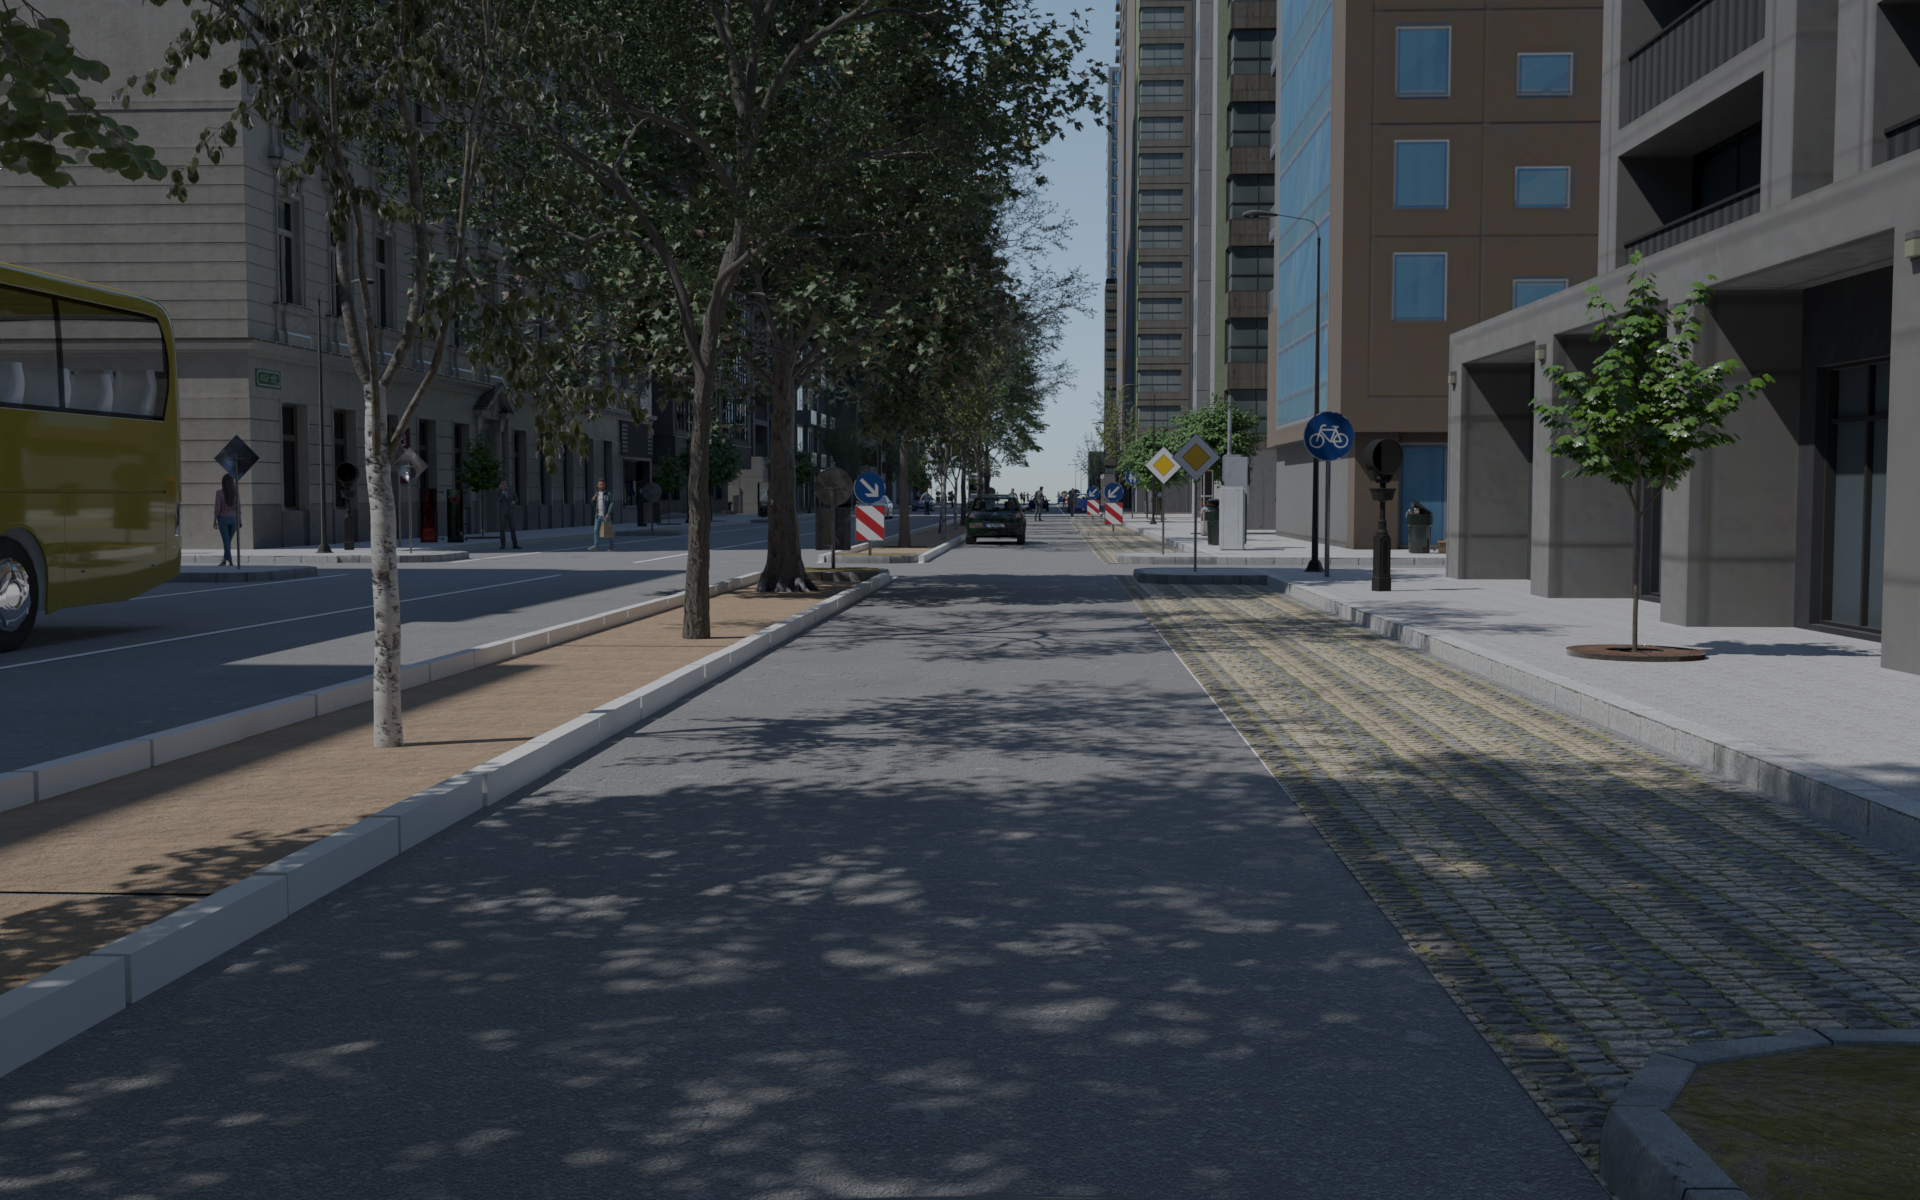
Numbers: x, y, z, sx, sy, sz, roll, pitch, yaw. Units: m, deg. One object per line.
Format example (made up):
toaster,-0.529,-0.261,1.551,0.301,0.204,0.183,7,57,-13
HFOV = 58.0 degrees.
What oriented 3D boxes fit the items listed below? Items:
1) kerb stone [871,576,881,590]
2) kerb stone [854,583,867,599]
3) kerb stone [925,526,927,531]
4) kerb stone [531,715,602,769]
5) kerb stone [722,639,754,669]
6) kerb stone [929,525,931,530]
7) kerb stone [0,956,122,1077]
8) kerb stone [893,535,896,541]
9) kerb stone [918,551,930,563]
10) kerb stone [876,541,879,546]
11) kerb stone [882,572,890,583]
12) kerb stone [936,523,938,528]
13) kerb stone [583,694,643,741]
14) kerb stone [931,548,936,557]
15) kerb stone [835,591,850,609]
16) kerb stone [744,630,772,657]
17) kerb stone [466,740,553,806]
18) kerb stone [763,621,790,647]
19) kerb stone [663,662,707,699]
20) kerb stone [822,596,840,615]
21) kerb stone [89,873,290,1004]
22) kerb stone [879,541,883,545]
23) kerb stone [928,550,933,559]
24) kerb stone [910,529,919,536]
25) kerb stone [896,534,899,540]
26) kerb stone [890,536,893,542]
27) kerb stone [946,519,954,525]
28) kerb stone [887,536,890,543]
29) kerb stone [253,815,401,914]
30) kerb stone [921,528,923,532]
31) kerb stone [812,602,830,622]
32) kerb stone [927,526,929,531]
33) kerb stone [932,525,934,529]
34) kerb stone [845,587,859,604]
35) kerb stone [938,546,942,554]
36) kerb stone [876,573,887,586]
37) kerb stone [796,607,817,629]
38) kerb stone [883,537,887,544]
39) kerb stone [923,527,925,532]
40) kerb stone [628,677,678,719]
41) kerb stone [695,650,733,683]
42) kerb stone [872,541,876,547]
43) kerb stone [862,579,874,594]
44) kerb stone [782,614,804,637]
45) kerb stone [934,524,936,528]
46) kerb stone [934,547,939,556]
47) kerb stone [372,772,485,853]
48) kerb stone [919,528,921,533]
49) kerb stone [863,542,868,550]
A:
kerb stone,-1.327,-0.217,25.850,0.120,0.150,1.000,0,4,3
kerb stone,-1.429,-0.094,23.808,0.120,0.150,1.000,0,4,3
kerb stone,-1.426,-2.639,65.393,0.120,0.150,1.000,0,4,3
kerb stone,-2.158,0.779,9.461,0.120,0.150,1.000,0,4,3
kerb stone,-1.899,0.471,14.581,0.120,0.150,1.000,0,4,3
kerb stone,-1.321,-2.767,67.434,0.120,0.150,1.000,0,4,3
kerb stone,-2.412,1.098,4.332,0.120,0.150,1.000,0,4,3
kerb stone,-2.106,-1.830,52.112,0.120,0.150,1.000,0,4,3
kerb stone,-0.783,-0.882,36.609,0.120,0.150,1.000,0,4,3
kerb stone,-2.368,-1.515,46.972,0.120,0.150,1.000,0,4,3
kerb stone,-1.234,-0.347,27.902,0.120,0.150,1.000,0,4,3
kerb stone,-1.121,-3.015,71.518,0.120,0.150,1.000,0,4,3
kerb stone,-2.111,0.716,10.482,0.120,0.150,1.000,0,4,3
kerb stone,-0.686,-1.003,38.667,0.120,0.150,1.000,0,4,3
kerb stone,-1.533,0.027,21.761,0.120,0.150,1.000,0,4,3
kerb stone,-1.855,0.406,15.612,0.120,0.150,1.000,0,4,3
kerb stone,-2.201,0.841,8.440,0.120,0.150,1.000,0,4,3
kerb stone,-1.794,0.341,16.640,0.120,0.150,1.000,0,4,3
kerb stone,-2.010,0.591,12.526,0.120,0.150,1.000,0,4,3
kerb stone,-1.588,0.090,20.734,0.120,0.150,1.000,0,4,3
kerb stone,-2.362,1.038,5.367,0.120,0.150,1.000,0,4,3
kerb stone,-2.317,-1.579,48.009,0.120,0.150,1.000,0,4,3
kerb stone,-0.730,-0.945,37.643,0.120,0.150,1.000,0,4,3
kerb stone,-1.631,-2.388,61.304,0.120,0.150,1.000,0,4,3
kerb stone,-2.048,-1.888,53.132,0.120,0.150,1.000,0,4,3
kerb stone,-2.165,-1.767,51.089,0.120,0.150,1.000,0,4,3
kerb stone,-0.504,-3.764,83.786,0.120,0.150,1.000,0,4,3
kerb stone,-2.201,-1.704,50.059,0.120,0.150,1.000,0,4,3
kerb stone,-2.318,0.970,6.388,0.120,0.150,1.000,0,4,3
kerb stone,-1.536,-2.517,63.351,0.120,0.150,1.000,0,4,3
kerb stone,-1.635,0.153,19.713,0.120,0.150,1.000,0,4,3
kerb stone,-1.378,-2.705,66.414,0.120,0.150,1.000,0,4,3
kerb stone,-1.222,-2.884,69.476,0.120,0.150,1.000,0,4,3
kerb stone,-1.482,-0.036,22.787,0.120,0.150,1.000,0,4,3
kerb stone,-0.581,-1.132,40.708,0.120,0.150,1.000,0,4,3
kerb stone,-1.276,-0.287,26.881,0.120,0.150,1.000,0,4,3
kerb stone,-1.693,0.215,18.692,0.120,0.150,1.000,0,4,3
kerb stone,-2.256,-1.641,49.032,0.120,0.150,1.000,0,4,3
kerb stone,-1.482,-2.579,64.372,0.120,0.150,1.000,0,4,3
kerb stone,-2.054,0.654,11.503,0.120,0.150,1.000,0,4,3
kerb stone,-1.952,0.528,13.555,0.120,0.150,1.000,0,4,3
kerb stone,-2.415,-1.451,45.951,0.120,0.150,1.000,0,4,3
kerb stone,-1.380,-0.158,24.829,0.120,0.150,1.000,0,4,3
kerb stone,-1.743,0.277,17.661,0.120,0.150,1.000,0,4,3
kerb stone,-1.177,-2.954,70.498,0.120,0.150,1.000,0,4,3
kerb stone,-0.634,-1.070,39.687,0.120,0.150,1.000,0,4,3
kerb stone,-2.267,0.904,7.416,0.120,0.150,1.000,0,4,3
kerb stone,-1.587,-2.454,62.325,0.120,0.150,1.000,0,4,3
kerb stone,-2.511,-1.327,43.897,0.120,0.150,1.000,0,4,3
